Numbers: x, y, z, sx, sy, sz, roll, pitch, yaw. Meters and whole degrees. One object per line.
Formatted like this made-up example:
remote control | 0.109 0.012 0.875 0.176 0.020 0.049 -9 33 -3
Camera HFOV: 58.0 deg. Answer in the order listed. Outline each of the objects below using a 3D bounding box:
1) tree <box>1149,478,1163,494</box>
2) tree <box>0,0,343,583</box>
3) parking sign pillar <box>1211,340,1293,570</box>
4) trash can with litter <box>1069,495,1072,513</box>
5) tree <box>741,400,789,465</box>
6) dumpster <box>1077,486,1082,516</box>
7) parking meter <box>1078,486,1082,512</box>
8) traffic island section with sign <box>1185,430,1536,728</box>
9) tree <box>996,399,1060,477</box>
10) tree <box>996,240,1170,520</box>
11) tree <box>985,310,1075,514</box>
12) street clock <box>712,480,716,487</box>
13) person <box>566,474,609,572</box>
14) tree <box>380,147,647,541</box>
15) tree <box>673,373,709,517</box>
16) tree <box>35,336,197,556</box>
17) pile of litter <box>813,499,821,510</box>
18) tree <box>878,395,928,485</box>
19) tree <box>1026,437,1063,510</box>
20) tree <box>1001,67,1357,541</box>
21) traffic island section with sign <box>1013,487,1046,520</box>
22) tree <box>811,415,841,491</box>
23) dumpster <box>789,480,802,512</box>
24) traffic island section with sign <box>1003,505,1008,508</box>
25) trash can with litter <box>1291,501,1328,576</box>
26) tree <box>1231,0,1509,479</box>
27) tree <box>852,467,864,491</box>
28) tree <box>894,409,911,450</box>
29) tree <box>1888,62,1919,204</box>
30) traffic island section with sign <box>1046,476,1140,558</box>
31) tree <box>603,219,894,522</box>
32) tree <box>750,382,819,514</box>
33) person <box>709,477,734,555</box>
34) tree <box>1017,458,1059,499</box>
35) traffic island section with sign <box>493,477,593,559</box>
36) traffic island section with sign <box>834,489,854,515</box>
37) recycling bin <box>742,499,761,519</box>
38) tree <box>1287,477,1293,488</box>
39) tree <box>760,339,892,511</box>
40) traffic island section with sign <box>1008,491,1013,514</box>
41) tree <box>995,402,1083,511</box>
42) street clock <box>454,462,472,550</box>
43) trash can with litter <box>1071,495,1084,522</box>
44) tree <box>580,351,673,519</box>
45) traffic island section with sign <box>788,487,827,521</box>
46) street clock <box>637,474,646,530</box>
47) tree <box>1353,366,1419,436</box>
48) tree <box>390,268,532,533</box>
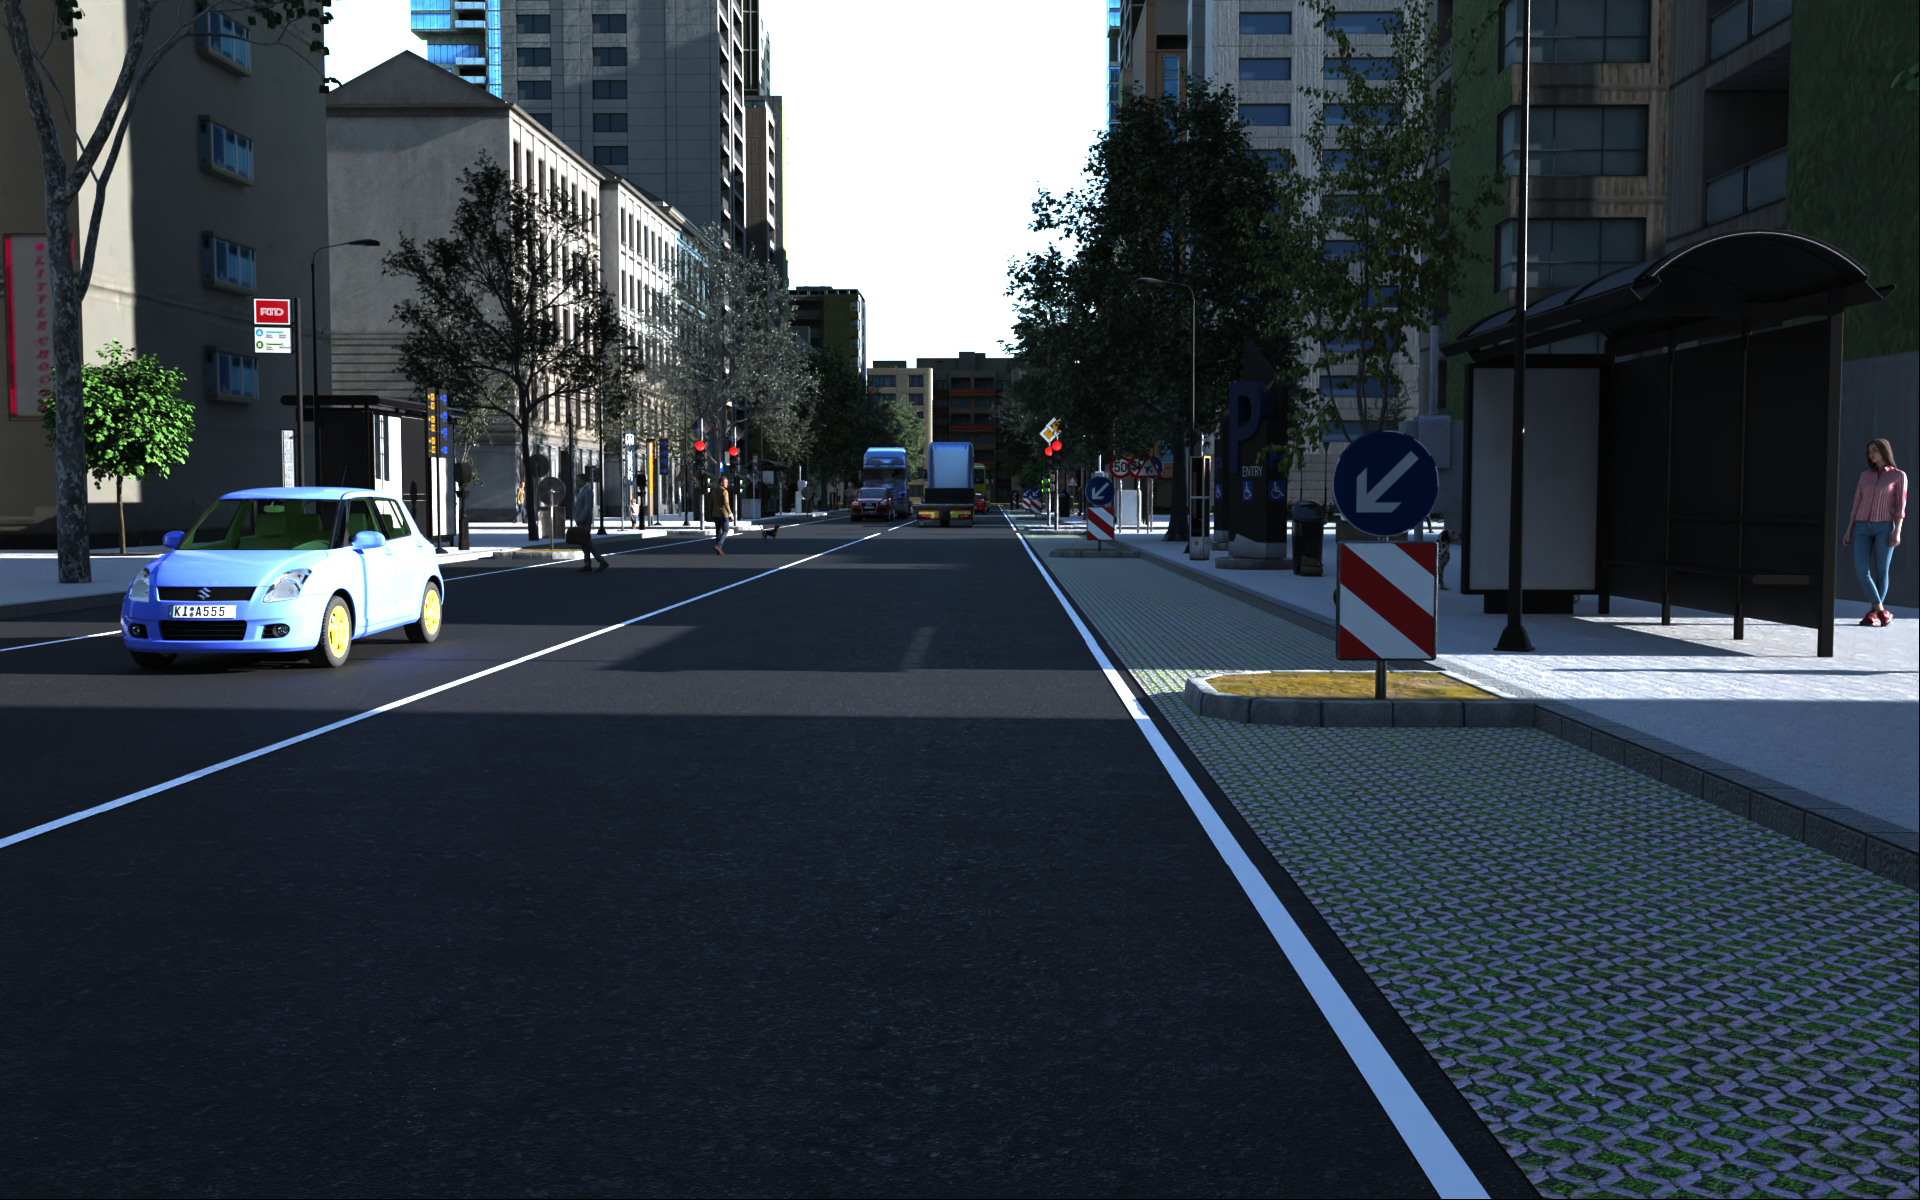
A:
tree | 13.281 -7.677 120.117 1.663 3.219 1.824 0 3 0
tree | -11.570 -10.260 23.638 12.611 20.169 13.585 0 3 0
parking sign pillar | 5.135 -2.530 29.837 1.447 3.967 1.447 -1 4 -20
trash can with litter | 7.303 -6.344 114.786 1.678 1.210 2.233 -2 4 -24
tree | -15.246 -11.372 136.299 4.737 8.622 4.395 0 3 0
dumpster | 7.483 -5.826 101.020 1.264 1.857 1.865 0 4 1
parking meter | 8.509 -7.147 122.560 0.255 1.863 0.399 0 4 5
traffic island section with sign | 2.544 -0.176 11.511 1.989 1.847 2.006 0 4 1
tree | 7.604 -16.103 181.409 7.486 12.596 7.792 0 3 0
tree | 6.432 -10.931 85.371 9.857 13.997 8.962 0 3 0
tree | 6.910 -12.276 111.078 12.009 13.543 11.850 0 3 0
street clock | -12.387 -5.103 88.002 0.358 2.002 0.471 -2 4 -31
person | -6.947 -1.431 32.024 0.853 1.813 0.709 -2 4 -32
tree | -12.099 -6.914 47.456 7.601 10.594 8.767 0 4 -6
tree | -15.967 -9.047 98.274 4.360 8.622 3.978 0 3 0
tree | -17.634 -3.221 36.382 4.285 4.588 4.351 0 3 0
pile of litter | -11.602 -7.764 140.912 1.719 0.858 1.176 -3 5 -40
tree | -8.907 -19.280 221.887 9.857 13.997 8.962 0 3 0
tree | 7.036 -11.357 136.041 4.737 8.622 4.395 0 3 0
tree | 5.968 -7.961 47.175 9.611 12.733 9.660 0 3 0
traffic island section with sign | 4.048 -5.289 95.110 1.989 1.847 2.006 0 4 1
tree | -10.951 -11.756 142.574 4.737 8.622 4.395 0 3 0
dumpster | -11.355 -7.188 120.014 1.502 2.255 1.985 0 4 1
traffic island section with sign | 5.421 -9.971 171.658 1.989 1.847 2.006 0 4 1
trash can with litter | 5.572 -0.976 27.339 0.624 1.170 1.055 0 4 2
tree | 5.934 -4.571 25.097 4.737 8.622 4.395 0 3 0
tree | -9.258 -11.269 167.955 4.285 4.588 4.351 0 3 0
tree | -10.005 -16.602 181.809 12.009 13.543 11.850 0 3 0
tree | 5.691 -1.440 7.255 4.285 4.588 4.351 0 3 0
traffic island section with sign | 3.040 -1.887 39.484 1.989 1.847 2.006 0 4 1
tree | -11.071 -10.273 78.340 12.009 13.543 11.850 0 3 0
tree | -11.037 -9.683 108.675 4.360 8.622 3.978 0 3 0
person | -5.599 -1.972 40.653 0.656 1.842 0.836 1 4 8
tree | 7.100 -10.451 154.580 4.285 4.588 4.351 0 3 0
traffic island section with sign | -9.280 -1.858 39.003 1.989 1.847 2.006 0 4 1
traffic island section with sign | -7.788 -6.940 122.104 1.989 1.847 2.006 0 4 1
recycling bin | -10.715 -4.669 88.893 0.722 1.027 0.722 3 4 36
tree | 18.496 -6.565 101.939 1.663 3.219 1.824 0 3 0
tree | -10.071 -12.924 128.310 9.611 12.733 9.660 0 3 0
traffic island section with sign | 4.537 -6.938 122.061 1.989 1.847 2.006 0 4 1
tree | 6.802 -11.793 127.220 8.767 10.594 7.601 0 4 5
street clock | -11.352 -2.141 39.575 0.358 2.002 0.471 -3 5 -41
trash can with litter | 6.474 -4.138 78.713 2.233 1.210 1.678 -1 4 -12
tree | -17.066 -8.396 87.638 4.360 8.622 3.978 0 3 0
traffic island section with sign | -8.289 -5.238 94.273 1.989 1.847 2.006 0 4 1
street clock | -11.393 -3.512 61.996 0.358 2.002 0.471 0 4 3
tree | 24.934 -9.188 100.588 4.360 8.622 3.978 0 3 0
tree | -16.312 -6.507 56.750 4.360 8.622 3.978 0 3 0
